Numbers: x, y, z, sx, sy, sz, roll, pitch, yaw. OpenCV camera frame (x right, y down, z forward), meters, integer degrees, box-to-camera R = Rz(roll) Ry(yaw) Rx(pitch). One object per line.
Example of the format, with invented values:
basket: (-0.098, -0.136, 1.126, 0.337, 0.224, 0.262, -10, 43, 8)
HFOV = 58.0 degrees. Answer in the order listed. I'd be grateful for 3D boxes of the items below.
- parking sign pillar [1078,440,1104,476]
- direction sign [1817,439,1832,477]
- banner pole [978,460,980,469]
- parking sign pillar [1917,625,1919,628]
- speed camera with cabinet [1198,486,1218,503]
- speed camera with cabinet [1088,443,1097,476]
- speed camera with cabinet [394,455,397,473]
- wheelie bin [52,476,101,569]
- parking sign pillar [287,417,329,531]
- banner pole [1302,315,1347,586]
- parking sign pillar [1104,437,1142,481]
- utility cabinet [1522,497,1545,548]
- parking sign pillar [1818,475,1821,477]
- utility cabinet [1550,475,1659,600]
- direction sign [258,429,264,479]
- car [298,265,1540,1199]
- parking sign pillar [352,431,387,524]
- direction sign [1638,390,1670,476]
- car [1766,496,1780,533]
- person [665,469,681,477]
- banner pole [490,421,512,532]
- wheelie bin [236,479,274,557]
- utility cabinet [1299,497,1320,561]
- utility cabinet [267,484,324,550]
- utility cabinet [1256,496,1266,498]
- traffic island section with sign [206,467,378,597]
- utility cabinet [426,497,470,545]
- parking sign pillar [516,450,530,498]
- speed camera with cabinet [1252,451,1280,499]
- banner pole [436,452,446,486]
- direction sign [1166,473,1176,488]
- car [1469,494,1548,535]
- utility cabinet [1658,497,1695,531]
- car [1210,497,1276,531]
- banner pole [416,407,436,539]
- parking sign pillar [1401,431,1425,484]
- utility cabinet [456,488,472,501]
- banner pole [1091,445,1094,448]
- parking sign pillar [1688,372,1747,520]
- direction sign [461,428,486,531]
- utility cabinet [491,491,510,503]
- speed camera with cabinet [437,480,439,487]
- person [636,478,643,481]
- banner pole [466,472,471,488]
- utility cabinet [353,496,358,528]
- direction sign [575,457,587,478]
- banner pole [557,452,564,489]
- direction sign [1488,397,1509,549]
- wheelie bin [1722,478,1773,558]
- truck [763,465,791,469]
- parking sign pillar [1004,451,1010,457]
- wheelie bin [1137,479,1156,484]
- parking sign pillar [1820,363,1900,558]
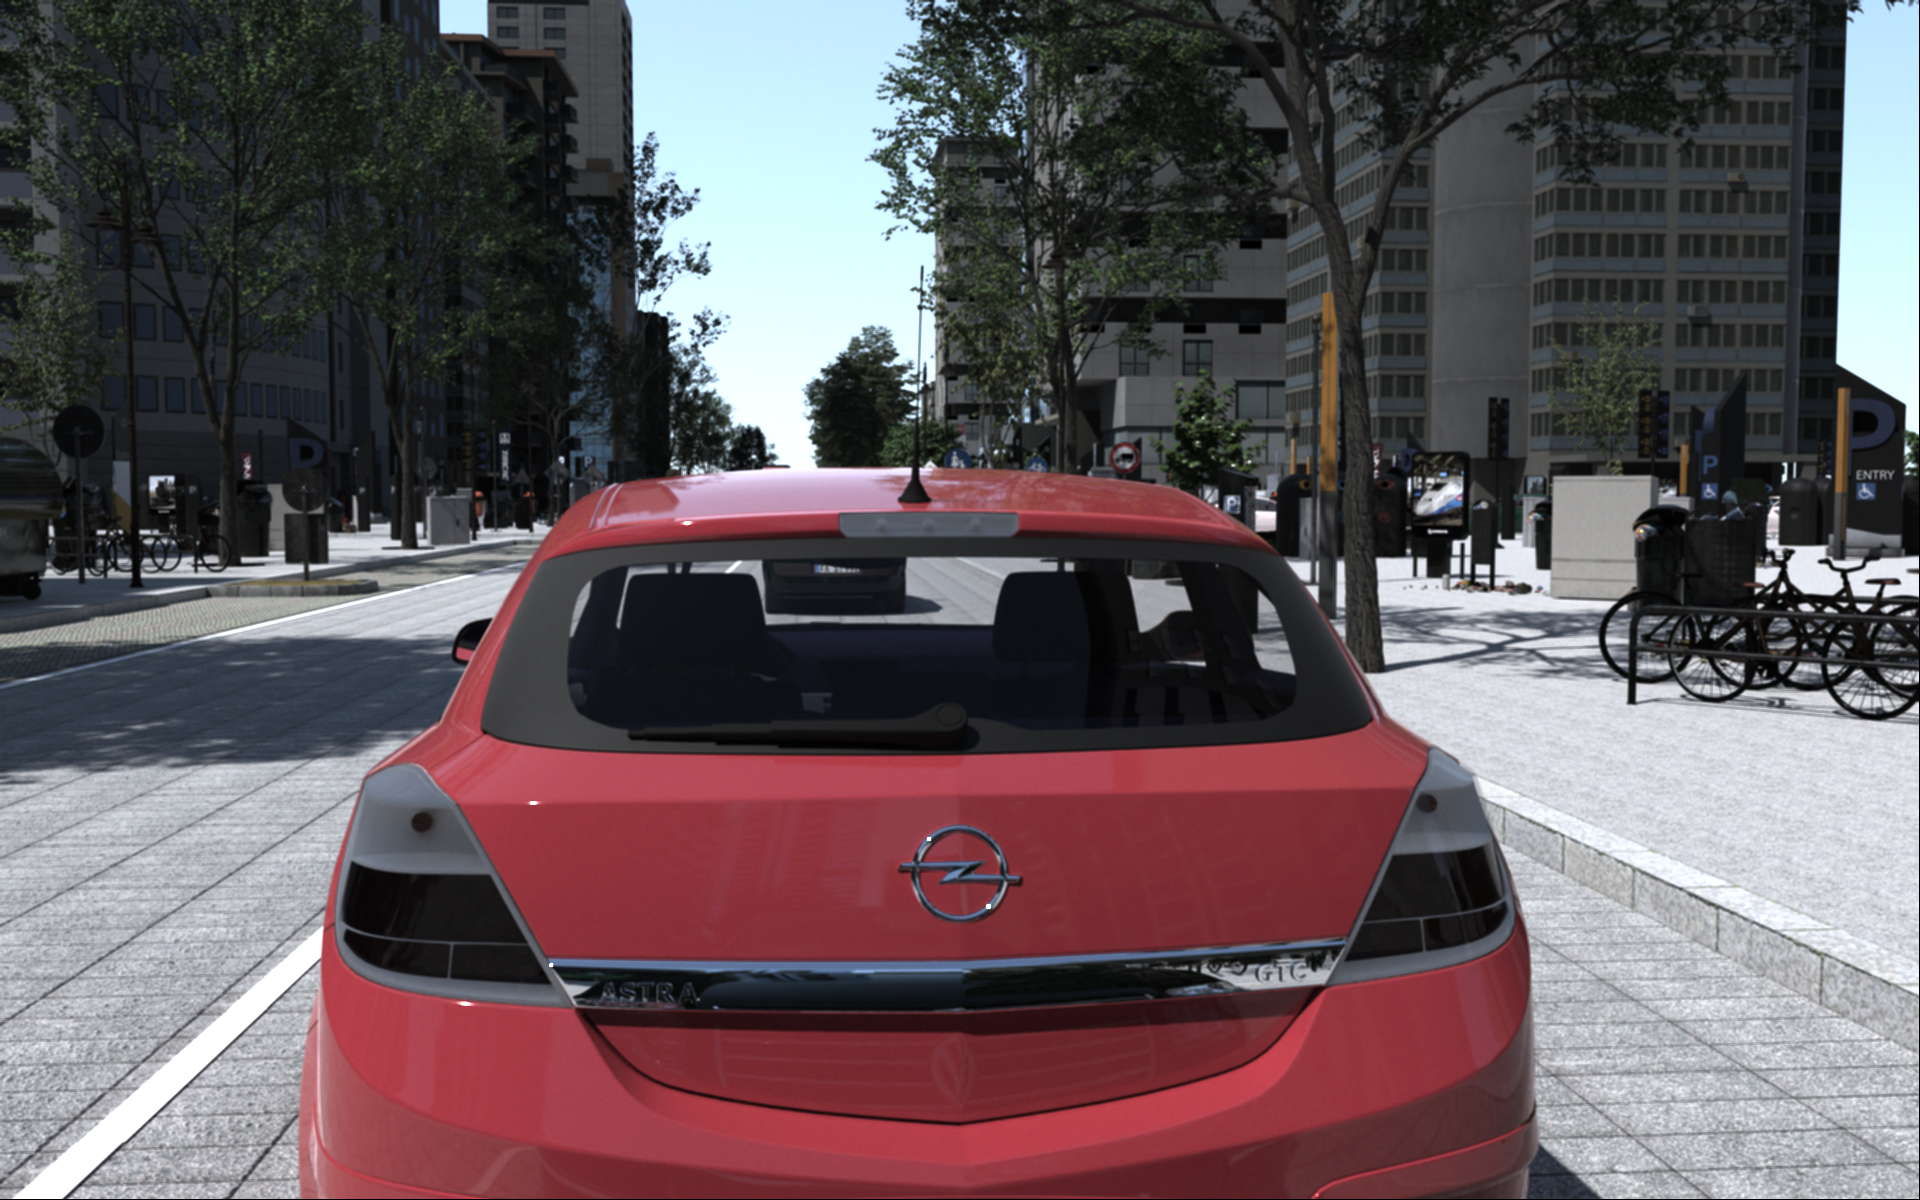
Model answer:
parking sign pillar: (6.510, -5.965, 86.005, 1.447, 3.967, 1.447, -2, 4, -24)
direction sign: (35.805, -4.880, 71.783, 0.876, 3.537, 0.379, -2, 4, -30)
banner pole: (1.622, -8.427, 127.790, 0.863, 3.779, 0.401, 1, 4, 20)
parking sign pillar: (9.847, -1.697, 16.223, 1.447, 3.967, 1.447, -3, 5, -45)
speed camera with cabinet: (9.510, -4.336, 65.233, 0.660, 3.252, 2.038, 0, 4, -7)
speed camera with cabinet: (4.879, -4.404, 66.347, 0.660, 3.252, 2.038, 3, 5, 44)
speed camera with cabinet: (-28.112, -5.750, 88.355, 2.038, 3.252, 0.660, 2, 4, 25)
wheelie bin: (-15.282, -1.349, 29.963, 0.693, 1.594, 0.980, -1, 4, -11)
parking sign pillar: (-22.699, -4.394, 60.320, 1.447, 3.967, 1.447, -2, 4, -25)
banner pole: (5.177, -2.106, 24.442, 0.863, 3.779, 0.401, -2, 4, -32)
parking sign pillar: (7.932, -5.716, 81.926, 1.447, 3.967, 1.447, -2, 4, -29)
utility cabinet: (13.832, -1.871, 41.747, 0.306, 1.237, 1.020, 0, 4, 5)
parking sign pillar: (60.254, -8.168, 122.013, 1.447, 3.967, 1.447, 2, 4, 30)
utility cabinet: (7.791, -0.750, 20.944, 1.173, 1.500, 0.318, 3, 4, 39)
direction sign: (-24.584, -4.218, 60.959, 0.379, 3.537, 0.876, -1, 4, -14)
car: (-0.215, 0.296, 4.196, 2.155, 1.783, 4.494, 0, 4, -6)
parking sign pillar: (-25.450, -5.264, 74.532, 1.447, 3.967, 1.447, 3, 4, 39)
direction sign: (15.165, -2.809, 37.918, 0.876, 3.537, 0.379, -2, 4, -26)
car: (27.529, -2.810, 58.310, 4.827, 1.381, 2.083, 0, 4, -7)
person: (-4.107, -1.023, 25.402, 0.473, 1.802, 0.592, 2, 4, 28)
banner pole: (-15.636, -4.221, 59.030, 0.863, 3.779, 0.401, 1, 4, 14)
wheelie bin: (-14.482, -1.682, 35.414, 0.693, 1.594, 0.980, 2, 4, 33)
utility cabinet: (6.855, -1.386, 33.816, 0.306, 1.237, 1.020, 0, 4, 0)
utility cabinet: (-15.038, -1.870, 39.253, 1.173, 1.500, 0.318, -1, 4, -15)
utility cabinet: (11.728, -3.485, 68.136, 0.306, 1.237, 1.020, -1, 4, -9)
traffic island section with sign: (-9.504, -0.994, 24.878, 1.989, 1.847, 2.006, 0, 4, -5)
utility cabinet: (-12.971, -2.003, 43.916, 1.020, 1.237, 0.306, -3, 4, -37)
parking sign pillar: (-26.725, -7.194, 106.086, 1.447, 3.967, 1.447, -3, 4, -38)
speed camera with cabinet: (13.288, -5.078, 77.360, 0.660, 3.252, 2.038, -2, 4, -25)
banner pole: (-30.973, -6.917, 103.114, 0.401, 3.779, 0.863, 3, 5, 40)
direction sign: (12.652, -6.720, 101.876, 0.379, 3.537, 0.876, -3, 4, -36)
car: (18.400, -2.776, 57.193, 4.920, 1.459, 2.131, 0, 4, -5)
utility cabinet: (15.148, -1.586, 37.086, 1.020, 1.237, 0.306, 3, 5, 41)
car: (9.457, -2.617, 55.152, 4.827, 1.381, 2.083, 0, 4, -4)
banner pole: (-15.377, -3.634, 49.440, 0.401, 3.779, 0.863, 0, 4, -2)
parking sign pillar: (19.231, -5.206, 73.598, 1.447, 3.967, 1.447, -1, 4, -14)
utility cabinet: (-19.526, -3.604, 67.610, 1.173, 1.500, 0.318, -2, 4, -31)
banner pole: (7.022, -6.055, 89.013, 0.863, 3.779, 0.401, 2, 4, 28)
parking sign pillar: (16.768, -3.033, 38.068, 1.447, 3.967, 1.447, -3, 5, -43)
direction sign: (-16.846, -4.164, 60.072, 0.876, 3.537, 0.379, -3, 4, -37)
utility cabinet: (-29.753, -6.331, 112.189, 1.173, 1.500, 0.318, -1, 4, -12)
speed camera with cabinet: (-32.253, -6.981, 108.469, 2.038, 3.252, 0.660, -1, 4, -13)
person: (-7.040, -1.774, 37.859, 0.623, 1.781, 0.721, -2, 4, -28)
banner pole: (-21.672, -5.281, 76.363, 0.401, 3.779, 0.863, 0, 4, -1)
utility cabinet: (-22.503, -3.293, 64.999, 0.306, 1.237, 1.020, -2, 4, -33)
direction sign: (-23.026, -6.958, 105.759, 0.876, 3.537, 0.379, -1, 4, -16)
banner pole: (-23.797, -6.909, 102.972, 0.401, 3.779, 0.863, 2, 4, 28)
direction sign: (12.670, -2.985, 40.804, 0.876, 3.537, 0.379, -3, 5, -43)
wheelie bin: (15.876, -1.659, 35.025, 0.980, 1.594, 0.693, 0, 4, -1)
truck: (-17.828, -10.978, 168.406, 2.839, 4.237, 11.283, 0, 4, -4)
parking sign pillar: (2.430, -7.218, 106.480, 1.447, 3.967, 1.447, 0, 4, -6)
wheelie bin: (3.836, -1.682, 35.403, 0.693, 1.594, 0.980, 3, 4, 39)
parking sign pillar: (18.528, -2.867, 35.351, 1.447, 3.967, 1.447, 2, 4, 33)
